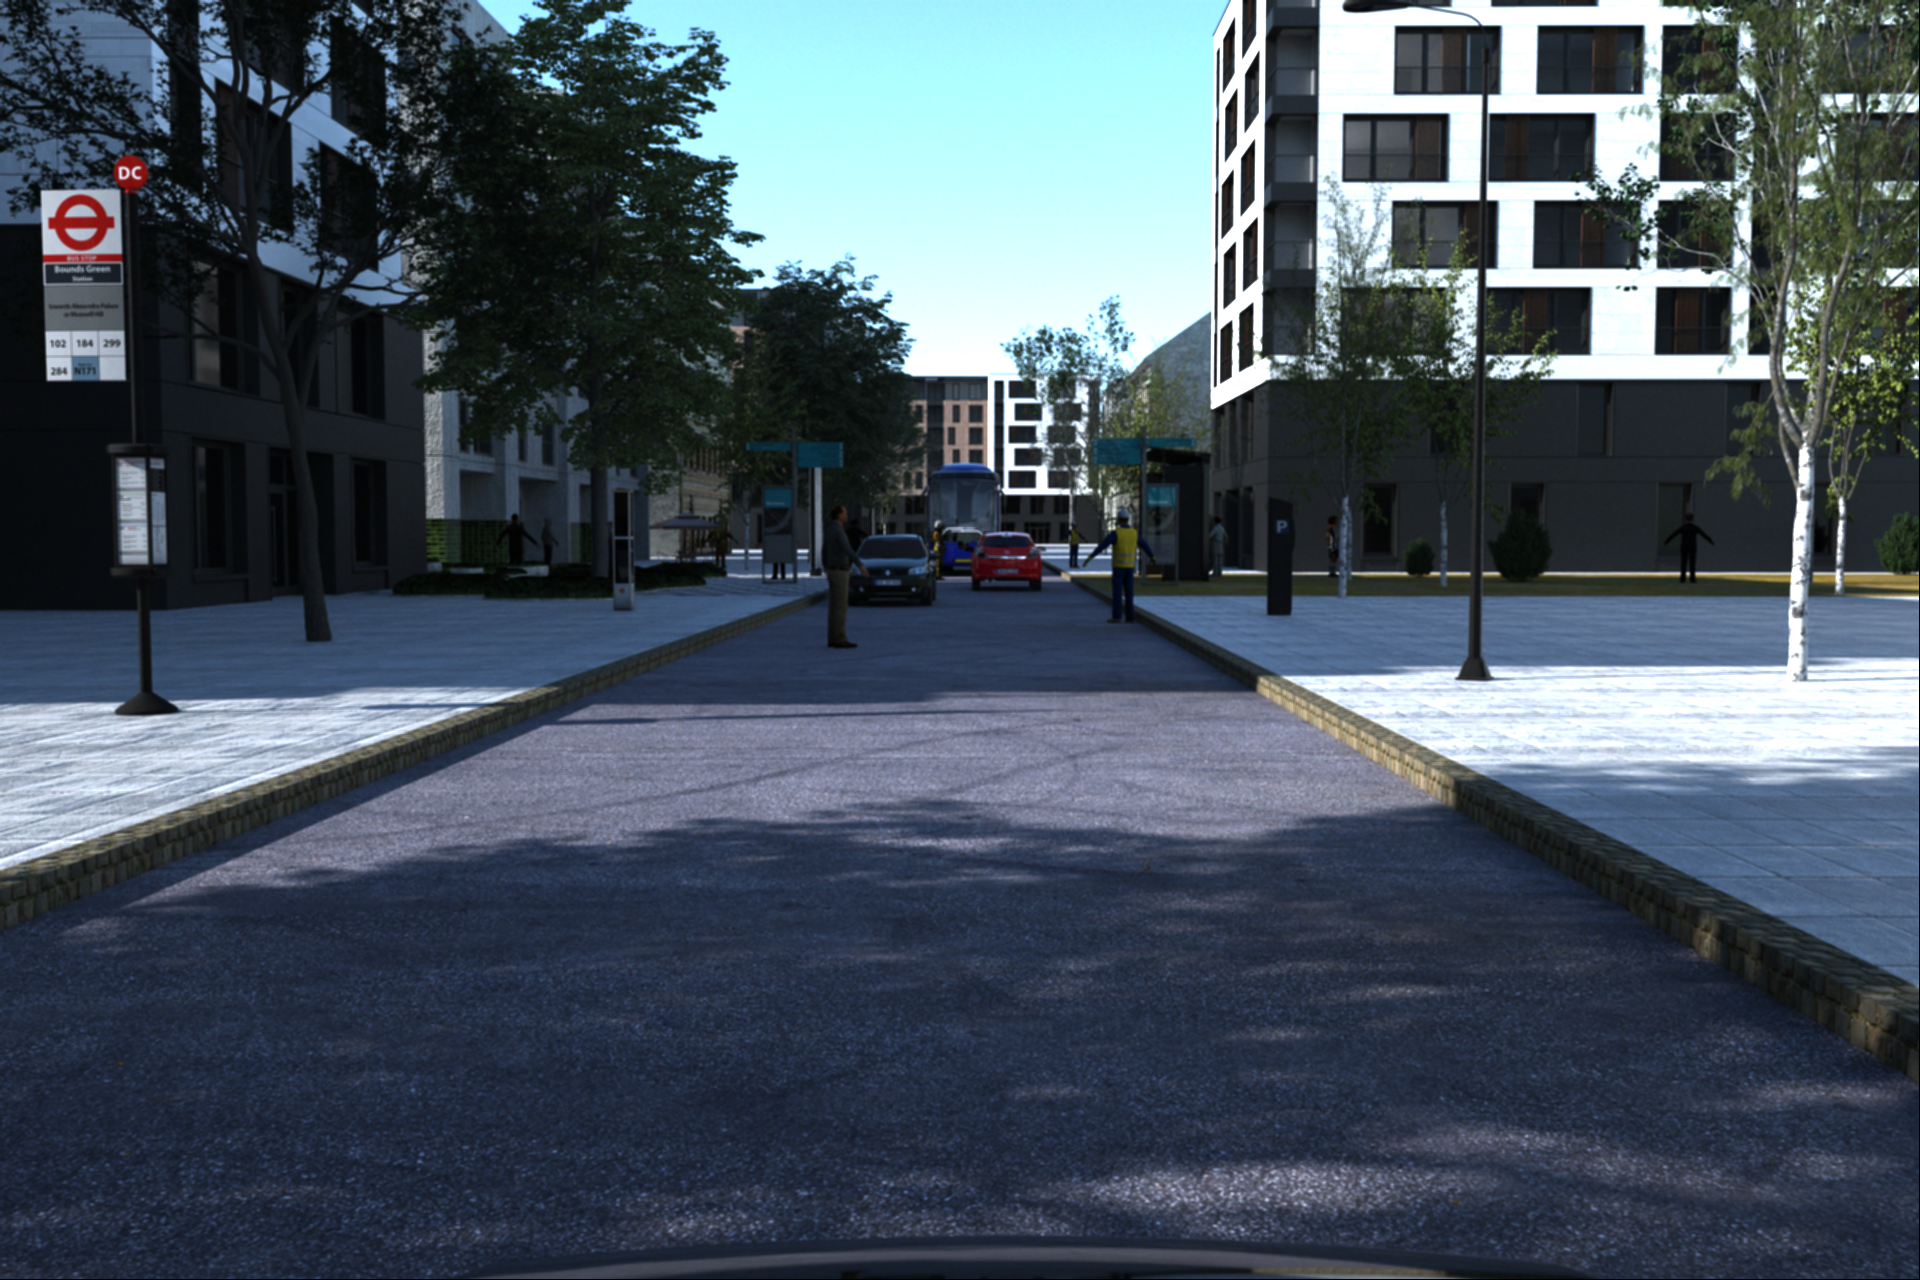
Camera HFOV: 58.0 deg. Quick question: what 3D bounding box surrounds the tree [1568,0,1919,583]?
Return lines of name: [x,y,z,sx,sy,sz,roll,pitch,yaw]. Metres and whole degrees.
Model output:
tree: [22.919,-11.623,45.922,12.611,20.169,13.585,0,3,0]

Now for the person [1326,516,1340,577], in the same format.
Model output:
person: [11.159,-2.781,51.621,0.704,1.843,1.345,2,4,33]

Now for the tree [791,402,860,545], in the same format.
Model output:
tree: [-6.949,-8.534,89.897,4.737,8.622,4.395,0,3,0]

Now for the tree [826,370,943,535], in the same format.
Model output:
tree: [-6.284,-13.307,127.935,12.009,13.543,11.850,0,3,0]

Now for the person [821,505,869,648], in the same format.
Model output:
person: [-1.511,-0.805,21.888,0.705,1.796,1.348,-2,4,-26]

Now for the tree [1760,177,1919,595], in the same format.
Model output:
tree: [18.658,-5.238,36.008,4.737,8.622,4.395,0,3,0]

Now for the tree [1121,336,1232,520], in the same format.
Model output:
tree: [7.854,-6.969,64.310,4.360,8.622,3.978,0,3,0]

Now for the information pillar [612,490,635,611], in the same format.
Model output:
information pillar: [-5.641,-1.501,29.028,0.304,2.012,0.304,0,4,1]

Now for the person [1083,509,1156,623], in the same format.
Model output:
person: [2.624,-1.199,28.027,1.349,1.833,0.705,-2,4,-25]

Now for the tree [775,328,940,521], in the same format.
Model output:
tree: [-6.385,-11.732,102.189,12.009,13.543,11.850,0,3,0]

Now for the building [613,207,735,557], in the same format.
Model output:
building: [-24.400,-16.691,103.822,19.493,23.208,18.063,0,4,1]

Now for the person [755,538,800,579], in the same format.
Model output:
person: [-5.131,-2.615,48.940,1.347,1.806,0.705,1,4,15]

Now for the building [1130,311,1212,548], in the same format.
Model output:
building: [25.708,-19.976,157.528,19.493,23.208,18.063,0,4,1]

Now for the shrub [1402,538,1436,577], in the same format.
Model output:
shrub: [13.703,-2.481,51.681,1.383,1.207,1.383,0,3,0]

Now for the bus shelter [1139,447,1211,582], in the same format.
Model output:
bus shelter: [5.953,-3.573,49.707,1.731,3.624,6.357,0,4,0]

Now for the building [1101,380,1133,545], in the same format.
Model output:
building: [26.238,-20.788,206.336,16.747,18.905,31.486,0,4,1]

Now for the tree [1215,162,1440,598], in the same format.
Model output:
tree: [7.745,-5.130,34.237,4.360,8.622,3.978,0,3,0]

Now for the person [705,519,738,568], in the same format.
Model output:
person: [-9.089,-3.670,65.767,1.354,1.858,0.705,1,4,14]

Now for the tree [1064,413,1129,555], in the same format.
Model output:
tree: [8.992,-9.411,104.232,4.360,8.622,3.978,0,3,0]

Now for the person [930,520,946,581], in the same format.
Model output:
person: [-0.615,-2.763,53.394,0.705,1.858,1.354,0,4,6]

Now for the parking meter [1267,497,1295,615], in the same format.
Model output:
parking meter: [5.080,-1.327,27.405,0.399,1.863,0.255,0,4,1]

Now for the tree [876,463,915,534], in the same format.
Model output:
tree: [-6.396,-11.743,142.365,4.360,8.622,3.978,0,3,0]

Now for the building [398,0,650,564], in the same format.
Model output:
building: [-24.059,-12.413,69.417,16.747,18.905,31.486,0,4,1]

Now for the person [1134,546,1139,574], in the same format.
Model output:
person: [5.654,-2.856,55.969,0.599,1.433,0.991,-2,4,-30]

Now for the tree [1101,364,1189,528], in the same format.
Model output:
tree: [8.012,-7.656,75.534,4.737,8.622,4.395,0,3,0]

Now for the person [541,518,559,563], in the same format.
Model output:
person: [-13.448,-3.090,56.642,0.705,1.813,1.348,-2,4,-31]

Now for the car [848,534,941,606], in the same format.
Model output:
car: [-1.385,-1.601,35.956,2.009,1.686,4.222,0,4,1]

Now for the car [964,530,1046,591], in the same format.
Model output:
car: [1.189,-2.215,45.249,2.155,1.783,4.494,0,4,0]

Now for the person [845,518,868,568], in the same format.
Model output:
person: [-3.102,-2.725,51.280,1.216,1.740,0.721,0,4,1]

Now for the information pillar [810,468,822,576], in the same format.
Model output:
information pillar: [-4.422,-3.781,53.138,0.184,3.620,1.656,0,4,2]

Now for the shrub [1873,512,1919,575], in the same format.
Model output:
shrub: [29.849,-3.077,54.734,1.690,2.028,1.600,0,3,0]

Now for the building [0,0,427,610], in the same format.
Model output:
building: [-27.228,-11.150,26.271,27.936,21.610,32.646,0,4,0]

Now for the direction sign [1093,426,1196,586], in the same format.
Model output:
direction sign: [4.549,-3.278,42.365,2.525,3.948,1.411,0,4,1]

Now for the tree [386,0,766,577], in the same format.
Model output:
tree: [-7.585,-7.162,35.219,7.486,12.596,7.792,0,3,0]

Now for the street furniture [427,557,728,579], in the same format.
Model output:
street furniture: [-11.816,-2.068,49.441,10.072,0.657,5.734,0,4,-1]

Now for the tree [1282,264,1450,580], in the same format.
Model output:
tree: [11.036,-5.963,47.856,4.737,8.622,4.395,0,3,0]

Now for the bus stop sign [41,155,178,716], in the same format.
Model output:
bus stop sign: [-6.060,-1.445,12.325,0.855,3.939,0.416,0,4,2]

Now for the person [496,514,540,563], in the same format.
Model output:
person: [-11.379,-2.335,44.406,1.346,1.802,0.704,1,4,21]

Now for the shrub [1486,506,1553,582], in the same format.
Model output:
shrub: [15.054,-2.576,46.542,1.690,2.028,1.600,0,3,0]

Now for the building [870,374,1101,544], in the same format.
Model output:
building: [1.278,-23.626,232.719,32.646,21.610,27.936,0,4,-1]

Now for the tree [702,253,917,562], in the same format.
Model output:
tree: [-6.710,-10.501,78.352,9.857,13.997,8.962,0,3,0]

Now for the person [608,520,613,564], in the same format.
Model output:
person: [-13.662,-3.804,68.054,0.705,1.847,1.347,-1,4,-21]

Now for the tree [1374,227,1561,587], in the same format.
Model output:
tree: [11.898,-5.590,41.758,4.737,8.622,4.395,0,3,0]

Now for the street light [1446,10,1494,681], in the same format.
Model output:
street light: [5.081,-2.602,15.089,1.470,5.913,1.316,0,4,1]

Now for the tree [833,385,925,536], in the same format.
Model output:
tree: [-5.736,-11.439,112.784,9.928,11.665,9.643,0,3,0]

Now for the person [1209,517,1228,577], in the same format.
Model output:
person: [7.743,-2.823,52.350,0.705,1.806,1.347,3,5,44]

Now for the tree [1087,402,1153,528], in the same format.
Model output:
tree: [8.841,-8.989,97.329,4.360,8.622,3.978,0,3,0]

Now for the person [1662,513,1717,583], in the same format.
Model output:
person: [19.174,-2.424,45.564,1.347,1.837,0.705,2,4,27]

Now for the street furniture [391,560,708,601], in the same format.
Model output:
street furniture: [-8.855,-1.396,38.458,5.734,0.657,10.072,0,4,6]

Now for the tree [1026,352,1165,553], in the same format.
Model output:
tree: [9.454,-12.667,117.470,12.009,13.543,11.850,0,3,0]

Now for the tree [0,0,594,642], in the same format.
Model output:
tree: [-7.960,-5.275,20.656,7.601,10.594,8.767,2,4,34]

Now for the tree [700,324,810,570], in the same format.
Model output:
tree: [-7.535,-6.814,61.765,4.737,8.622,4.395,0,3,0]

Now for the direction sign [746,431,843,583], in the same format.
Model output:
direction sign: [-4.267,-3.467,45.452,2.525,3.948,1.411,0,4,1]

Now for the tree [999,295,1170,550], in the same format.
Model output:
tree: [9.825,-17.227,137.554,12.611,20.169,13.585,0,3,0]

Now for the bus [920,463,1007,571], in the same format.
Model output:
bus: [0.221,-4.413,63.701,2.896,3.916,12.251,0,4,1]

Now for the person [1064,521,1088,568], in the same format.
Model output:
person: [4.364,-3.613,65.542,1.216,1.772,0.721,-3,4,-39]

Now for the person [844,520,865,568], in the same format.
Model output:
person: [-4.118,-3.669,66.119,1.346,1.812,0.704,1,4,17]

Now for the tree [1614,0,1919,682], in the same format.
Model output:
tree: [7.084,-3.941,14.798,4.360,8.622,3.978,0,3,0]

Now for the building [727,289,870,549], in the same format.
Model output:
building: [-23.197,-19.375,160.759,27.936,21.610,32.646,0,4,0]

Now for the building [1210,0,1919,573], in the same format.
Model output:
building: [24.312,-14.031,73.389,27.936,21.610,32.646,0,4,1]
